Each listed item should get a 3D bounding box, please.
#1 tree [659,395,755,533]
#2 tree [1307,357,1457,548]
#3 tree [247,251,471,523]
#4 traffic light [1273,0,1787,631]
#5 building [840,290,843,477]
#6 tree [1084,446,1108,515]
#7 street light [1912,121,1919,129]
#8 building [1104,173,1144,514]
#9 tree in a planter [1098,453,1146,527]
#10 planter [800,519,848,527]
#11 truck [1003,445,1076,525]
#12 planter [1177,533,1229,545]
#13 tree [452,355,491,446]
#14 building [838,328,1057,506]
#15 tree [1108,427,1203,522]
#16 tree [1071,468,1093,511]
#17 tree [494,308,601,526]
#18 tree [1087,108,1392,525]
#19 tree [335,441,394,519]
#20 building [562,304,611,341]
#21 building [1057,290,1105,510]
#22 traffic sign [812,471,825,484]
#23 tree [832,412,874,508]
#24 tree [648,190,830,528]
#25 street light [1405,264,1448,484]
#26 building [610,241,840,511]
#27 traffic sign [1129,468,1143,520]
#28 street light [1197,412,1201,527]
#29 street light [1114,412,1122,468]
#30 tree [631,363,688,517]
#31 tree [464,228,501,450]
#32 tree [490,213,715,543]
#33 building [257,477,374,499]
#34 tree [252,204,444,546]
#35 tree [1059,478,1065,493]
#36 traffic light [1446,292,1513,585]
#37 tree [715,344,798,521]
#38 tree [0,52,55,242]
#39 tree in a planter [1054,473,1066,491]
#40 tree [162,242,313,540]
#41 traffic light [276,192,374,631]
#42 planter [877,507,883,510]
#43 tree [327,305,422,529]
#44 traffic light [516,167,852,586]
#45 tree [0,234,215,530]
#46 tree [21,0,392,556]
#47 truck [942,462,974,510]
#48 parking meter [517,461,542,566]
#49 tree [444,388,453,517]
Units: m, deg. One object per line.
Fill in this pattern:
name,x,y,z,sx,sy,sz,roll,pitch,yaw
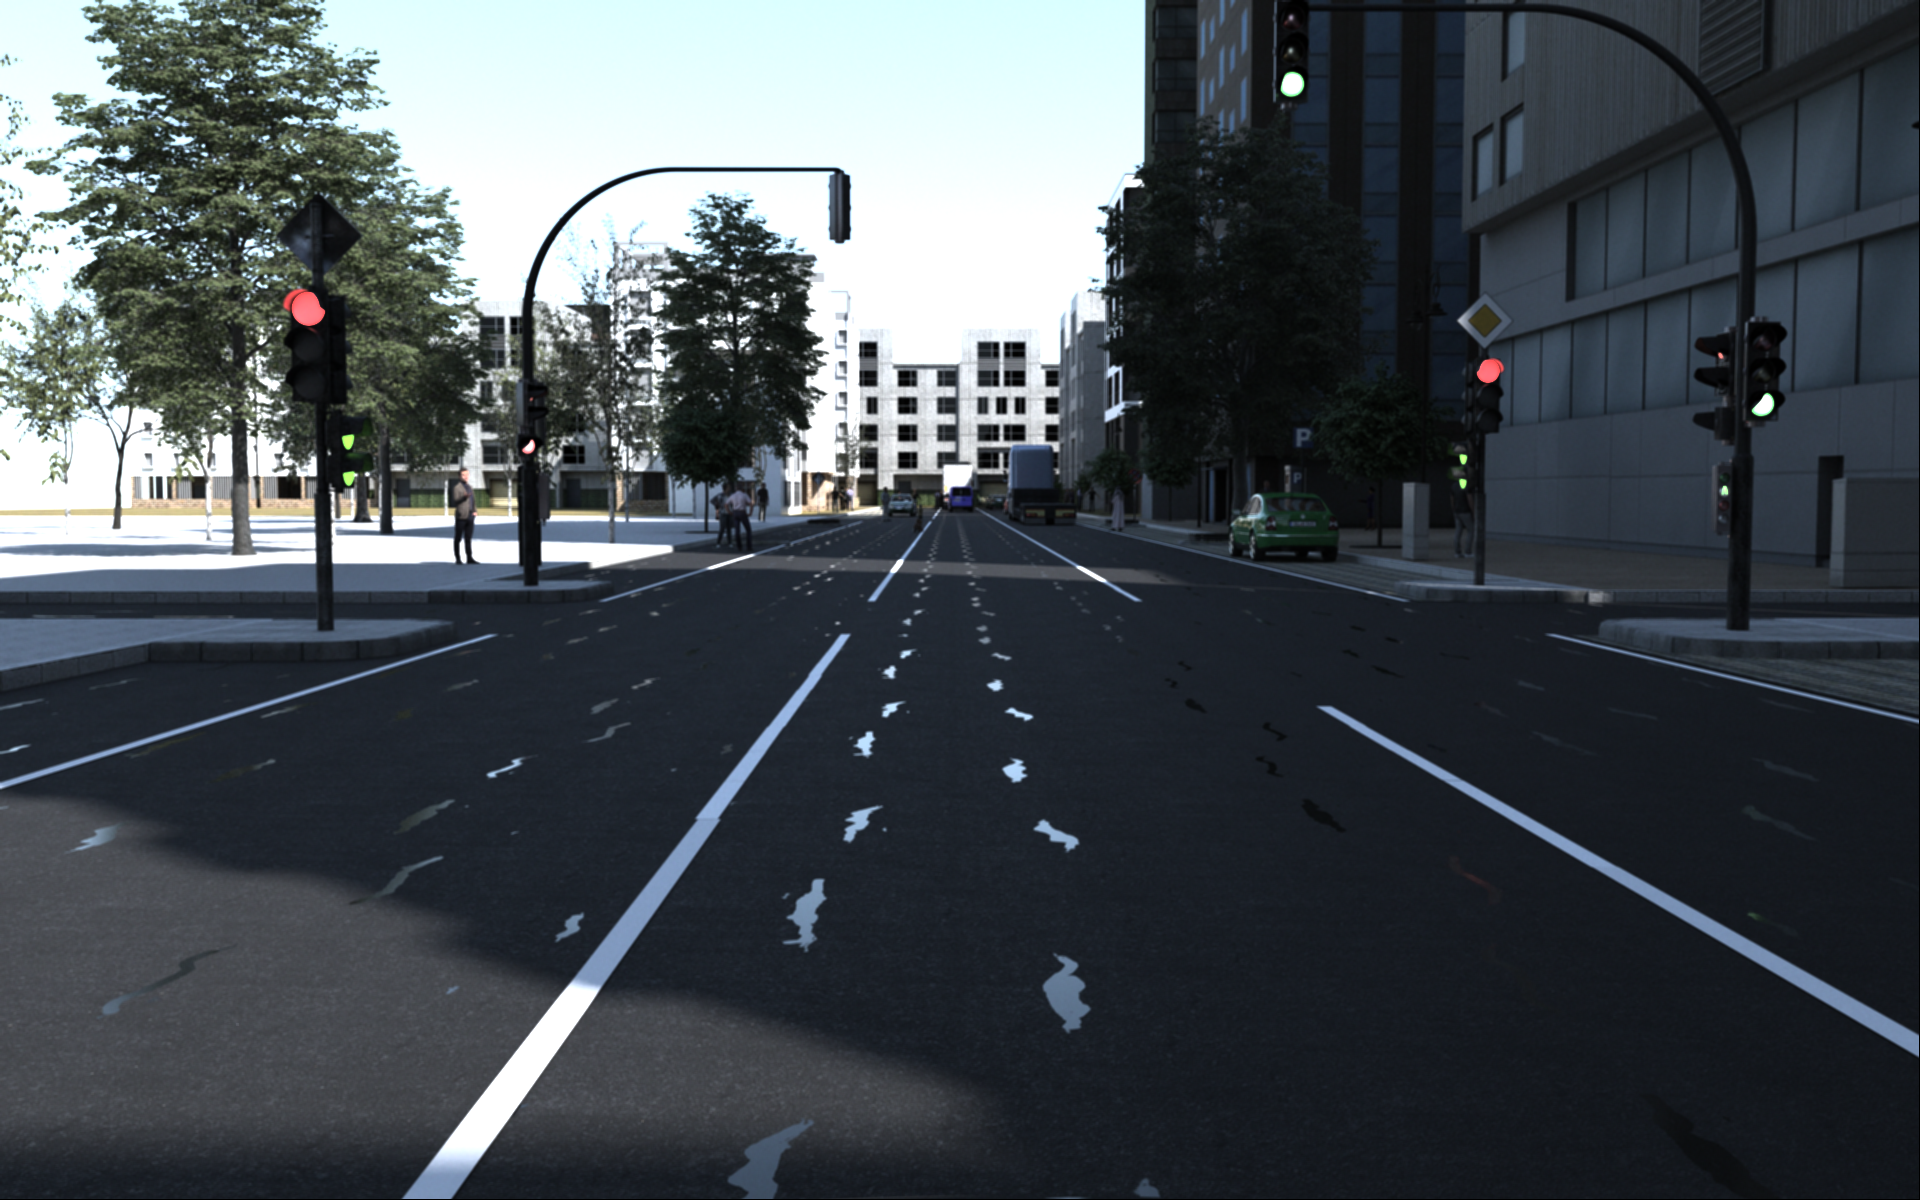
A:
tree,-8.412,-4.502,57.324,4.285,4.588,4.351,0,3,0
tree,10.033,-3.535,41.515,4.285,4.588,4.351,0,3,0
tree,-26.659,-9.790,77.072,9.611,12.733,9.660,0,3,0
traffic light,5.232,-2.535,16.123,4.771,5.953,1.251,0,4,0
building,-18.467,-17.679,145.469,16.016,20.091,11.380,0,4,0
tree,9.551,-7.600,107.967,4.285,4.588,4.351,0,3,0
street light,9.345,-2.638,15.920,0.468,5.910,1.993,0,4,0
building,24.334,-17.304,126.893,27.936,21.610,32.646,0,4,0
tree in a planter,7.066,-4.811,75.886,1.991,3.239,1.994,0,4,0
planter,-5.986,-3.392,76.598,1.991,0.319,1.994,0,4,0
truck,4.013,-6.059,88.828,2.967,4.110,18.799,0,4,-1
planter,7.195,-1.706,49.032,1.991,0.319,1.994,0,4,0
tree,-22.471,-8.361,87.069,4.360,8.622,3.978,0,3,0
building,0.159,-19.954,192.698,31.486,18.905,16.747,0,4,0
tree,9.981,-5.980,81.492,4.285,4.588,4.351,0,3,0
tree,9.169,-8.307,130.427,1.663,3.219,1.824,0,3,0
tree,-16.469,-7.272,69.263,4.737,8.622,4.395,0,3,0
tree,9.111,-9.174,56.645,9.857,13.997,8.962,0,3,0
tree,-31.830,-9.445,88.833,8.767,10.594,7.601,0,4,6
building,-31.930,-21.607,197.250,32.646,21.610,27.936,0,4,0
building,18.470,-17.890,158.954,16.747,18.905,31.486,0,4,0
traffic sign,-8.106,-6.079,99.120,0.795,2.593,0.064,1,4,9
tree,-9.836,-12.485,154.493,4.360,8.622,3.978,0,3,0
tree,-8.352,-9.006,65.370,7.486,12.596,7.792,0,3,0
street light,9.358,-3.800,34.910,0.468,5.910,1.993,0,4,0
building,-17.931,-16.984,134.113,16.016,20.091,11.380,0,4,0
traffic sign,8.692,-5.262,86.134,0.768,2.556,0.104,0,4,4
street light,9.212,-5.736,66.578,0.468,5.910,1.993,0,4,0
street light,8.967,-7.673,98.246,0.468,5.910,1.993,0,4,0
tree,-16.136,-8.931,96.389,4.737,8.622,4.395,0,3,0
tree,-18.872,-8.401,55.478,7.486,12.596,7.792,0,3,0
tree,-9.243,-5.765,44.618,4.360,8.622,3.978,0,3,0
building,-63.970,-19.908,191.957,31.486,18.905,16.747,0,4,0
tree,-15.667,-5.678,43.190,4.360,8.622,3.978,0,3,0
tree,8.796,-10.273,162.570,1.663,3.219,1.824,0,3,0
traffic light,7.283,-2.161,24.259,0.839,4.253,0.868,0,4,0
tree,-9.696,-8.070,82.307,4.360,8.622,3.978,0,3,0
tree,-16.091,-4.692,27.073,4.737,8.622,4.395,0,3,0
tree in a planter,6.814,-7.891,126.242,1.991,3.239,1.994,0,4,0
tree,-21.214,-5.978,48.099,4.737,8.622,4.395,0,3,0
traffic light,-5.958,-1.668,16.193,0.839,4.253,0.868,0,4,0
planter,-6.366,-8.124,153.974,1.991,0.319,1.994,0,4,0
tree,-21.529,-6.929,63.650,4.737,8.622,4.395,0,3,0
traffic light,-3.906,-3.031,24.223,4.771,5.953,1.251,0,4,0
tree,-30.264,-7.816,62.208,7.601,10.594,8.767,2,4,32
tree,-14.733,-7.177,35.474,7.486,12.596,7.792,0,3,0
truck,-0.208,-10.220,156.016,2.839,4.237,11.283,0,4,1
parking meter,-7.683,-1.540,30.898,0.255,1.863,0.399,1,4,22
tree,-28.753,-8.912,96.074,4.360,8.622,3.978,0,3,0
